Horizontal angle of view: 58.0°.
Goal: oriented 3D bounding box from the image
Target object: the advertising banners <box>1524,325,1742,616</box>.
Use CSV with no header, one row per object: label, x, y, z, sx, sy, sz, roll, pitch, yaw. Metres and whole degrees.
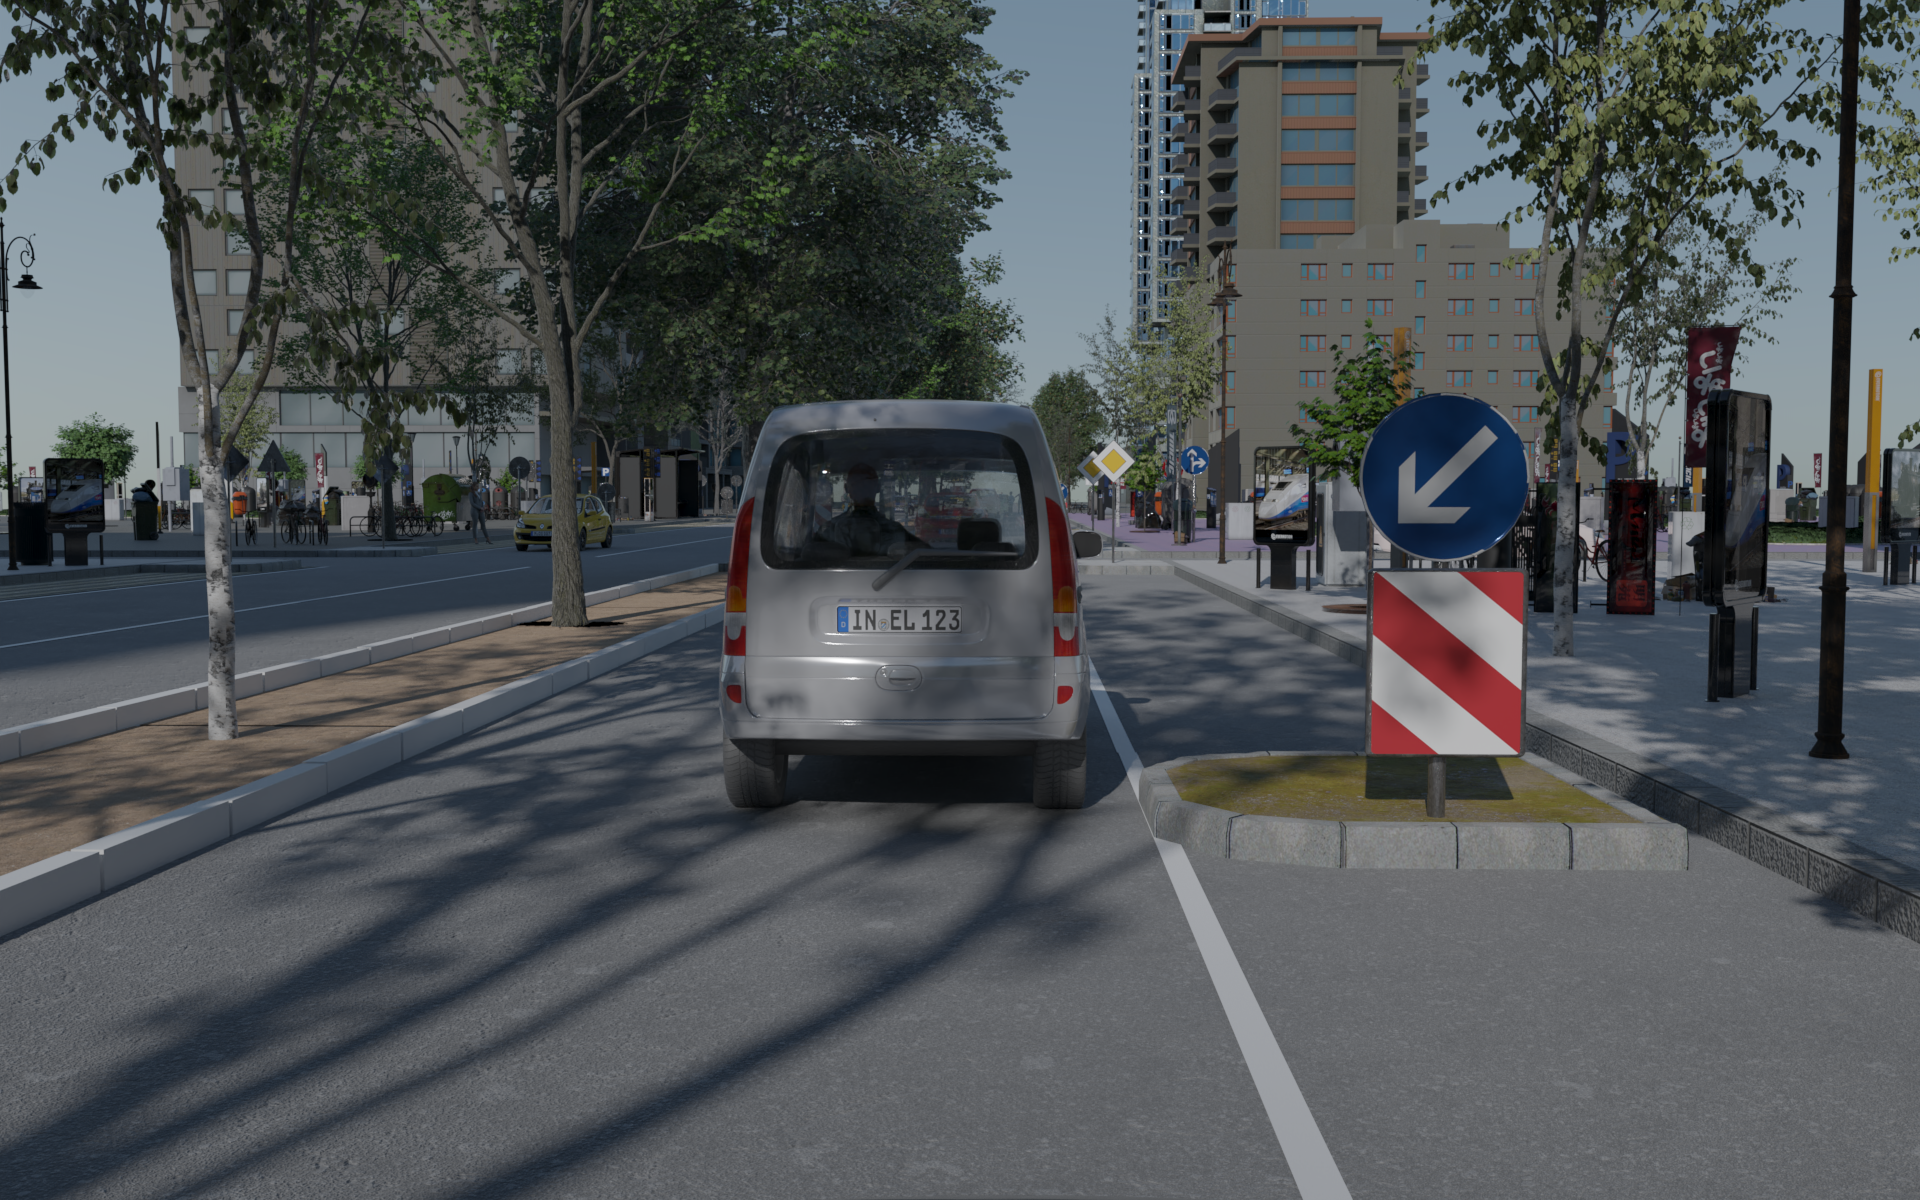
advertising banners,7.104,-1.355,18.343,2.074,3.025,0.090,1,4,23

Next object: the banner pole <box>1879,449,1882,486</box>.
banner pole,50.940,-6.480,95.961,0.401,3.779,0.863,1,4,19

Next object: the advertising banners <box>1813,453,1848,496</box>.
advertising banners,36.733,-4.708,73.155,0.090,3.025,2.074,-1,4,-13

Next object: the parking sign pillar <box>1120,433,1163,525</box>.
parking sign pillar,7.806,-5.161,72.853,1.447,3.967,1.447,2,4,28

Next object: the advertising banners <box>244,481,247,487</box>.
advertising banners,-47.960,-7.274,115.114,2.074,3.025,0.090,2,4,30

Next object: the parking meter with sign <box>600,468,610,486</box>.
parking meter with sign,-23.504,-7.217,114.252,0.543,3.016,1.738,0,4,-1

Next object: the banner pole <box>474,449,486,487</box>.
banner pole,-26.513,-6.459,95.623,0.863,3.779,0.401,1,4,18

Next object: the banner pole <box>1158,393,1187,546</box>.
banner pole,5.318,-3.232,42.861,0.401,3.779,0.863,3,4,39

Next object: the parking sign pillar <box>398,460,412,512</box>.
parking sign pillar,-36.382,-7.671,113.890,1.447,3.967,1.447,-2,4,-30

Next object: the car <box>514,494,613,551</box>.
car,-10.223,-2.109,44.700,2.015,1.641,3.980,0,4,3

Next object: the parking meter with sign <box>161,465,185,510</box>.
parking meter with sign,-47.149,-6.542,103.218,1.738,3.016,0.543,0,4,-3

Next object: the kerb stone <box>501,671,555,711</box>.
kerb stone,-2.987,0.632,11.864,0.120,0.150,1.000,0,4,2

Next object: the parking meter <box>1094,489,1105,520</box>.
parking meter,6.864,-4.636,84.205,0.372,1.533,0.369,0,3,0

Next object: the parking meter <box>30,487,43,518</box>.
parking meter,-31.995,-3.157,60.021,0.372,1.533,0.369,0,3,0

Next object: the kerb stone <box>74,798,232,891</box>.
kerb stone,-3.133,0.945,6.750,0.120,0.150,1.000,0,4,2

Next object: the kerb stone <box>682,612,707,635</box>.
kerb stone,-2.802,0.256,18.016,0.120,0.150,1.000,0,4,2

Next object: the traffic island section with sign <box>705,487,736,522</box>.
traffic island section with sign,-12.119,-4.973,89.942,1.989,1.847,2.006,0,4,2

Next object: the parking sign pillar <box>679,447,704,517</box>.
parking sign pillar,-15.125,-6.649,97.190,1.447,3.967,1.447,0,4,-6

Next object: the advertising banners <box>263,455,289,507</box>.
advertising banners,-30.727,-4.996,77.877,0.090,3.025,2.074,1,4,9

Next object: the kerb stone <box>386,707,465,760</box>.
kerb stone,-3.040,0.757,9.820,0.120,0.150,1.000,0,4,2

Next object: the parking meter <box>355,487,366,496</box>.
parking meter,-22.661,-3.492,65.502,0.372,1.533,0.369,0,3,0

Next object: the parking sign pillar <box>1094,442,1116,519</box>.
parking sign pillar,7.721,-6.247,90.606,1.447,3.967,1.447,3,5,40

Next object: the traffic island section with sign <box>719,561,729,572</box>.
traffic island section with sign,-3.426,-1.501,32.673,2.006,1.907,1.989,0,4,2

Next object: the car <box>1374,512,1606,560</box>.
car,10.771,-1.422,35.615,4.827,1.381,2.083,0,4,2

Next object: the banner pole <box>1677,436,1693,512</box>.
banner pole,31.399,-5.201,75.050,0.863,3.779,0.401,3,4,36

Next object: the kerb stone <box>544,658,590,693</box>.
kerb stone,-2.955,0.570,12.886,0.120,0.150,1.000,0,4,2

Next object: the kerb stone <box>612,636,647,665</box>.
kerb stone,-2.888,0.446,14.935,0.120,0.150,1.000,0,4,2

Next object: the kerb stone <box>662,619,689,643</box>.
kerb stone,-2.834,0.324,16.987,0.120,0.150,1.000,0,4,2

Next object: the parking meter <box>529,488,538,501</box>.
parking meter,-17.077,-3.728,69.364,0.372,1.533,0.369,0,3,0

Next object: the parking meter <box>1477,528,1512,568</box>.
parking meter,6.054,-0.686,19.627,0.372,1.533,0.369,0,3,0

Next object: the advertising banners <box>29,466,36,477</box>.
advertising banners,-57.735,-6.906,109.097,2.074,3.025,0.090,1,4,13

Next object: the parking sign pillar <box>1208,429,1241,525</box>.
parking sign pillar,10.950,-5.091,71.716,1.447,3.967,1.447,2,4,25

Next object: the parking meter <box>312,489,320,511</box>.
parking meter,-32.389,-4.815,87.134,0.372,1.533,0.369,0,3,0

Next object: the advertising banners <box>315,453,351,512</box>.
advertising banners,-26.454,-4.702,73.063,2.074,3.025,0.090,2,4,28

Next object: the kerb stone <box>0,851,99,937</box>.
kerb stone,-3.162,1.008,5.720,0.120,0.150,1.000,0,4,2

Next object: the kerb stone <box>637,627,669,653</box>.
kerb stone,-2.859,0.382,15.957,0.120,0.150,1.000,0,4,2

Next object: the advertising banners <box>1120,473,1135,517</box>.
advertising banners,9.725,-6.115,96.166,2.074,3.025,0.090,1,4,20

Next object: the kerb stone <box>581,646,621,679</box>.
kerb stone,-2.914,0.509,13.913,0.120,0.150,1.000,0,4,2

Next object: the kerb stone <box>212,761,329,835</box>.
kerb stone,-3.099,0.886,7.772,0.120,0.150,1.000,0,4,2

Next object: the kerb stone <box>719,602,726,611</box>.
kerb stone,-2.744,0.130,20.063,0.120,0.150,1.000,0,4,2

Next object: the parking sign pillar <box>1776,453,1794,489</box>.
parking sign pillar,54.138,-7.657,113.660,1.447,3.967,1.447,0,4,-4

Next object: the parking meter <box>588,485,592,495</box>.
parking meter,-23.487,-6.412,110.544,0.255,1.863,0.399,3,4,38

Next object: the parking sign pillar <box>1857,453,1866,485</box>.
parking sign pillar,51.014,-6.660,97.368,1.447,3.967,1.447,0,4,-6

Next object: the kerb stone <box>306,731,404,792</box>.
kerb stone,-3.075,0.819,8.798,0.120,0.150,1.000,0,4,2

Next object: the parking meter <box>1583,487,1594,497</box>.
parking meter,23.721,-3.483,65.351,0.372,1.533,0.369,0,3,0

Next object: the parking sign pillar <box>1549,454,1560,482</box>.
parking sign pillar,38.261,-7.506,111.198,1.447,3.967,1.447,-2,4,-23

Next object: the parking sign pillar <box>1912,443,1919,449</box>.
parking sign pillar,40.274,-5.142,72.548,1.447,3.967,1.447,-1,4,-8

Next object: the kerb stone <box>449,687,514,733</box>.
kerb stone,-3.011,0.695,10.842,0.120,0.150,1.000,0,4,2

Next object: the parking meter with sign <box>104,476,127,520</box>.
parking meter with sign,-42.393,-5.491,86.043,1.738,3.016,0.543,-2,4,-29

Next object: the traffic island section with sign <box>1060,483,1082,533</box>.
traffic island section with sign,3.437,-3.298,62.553,1.989,1.847,2.006,0,4,2

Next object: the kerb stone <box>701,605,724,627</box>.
kerb stone,-2.764,0.193,19.038,0.120,0.150,1.000,0,4,2

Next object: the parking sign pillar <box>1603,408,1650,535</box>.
parking sign pillar,20.779,-4.006,53.968,1.447,3.967,1.447,-2,4,-31

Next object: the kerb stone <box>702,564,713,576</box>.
kerb stone,-4.528,-0.501,30.401,0.120,0.150,1.000,0,4,2

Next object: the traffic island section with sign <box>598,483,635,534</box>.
traffic island section with sign,-12.918,-3.325,62.999,1.989,1.847,2.006,0,4,2

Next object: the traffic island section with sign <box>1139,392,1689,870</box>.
traffic island section with sign,1.814,0.065,7.563,1.989,1.847,2.006,0,4,2

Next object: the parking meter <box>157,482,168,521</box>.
parking meter,-37.781,-4.670,82.070,0.255,1.863,0.399,3,4,36

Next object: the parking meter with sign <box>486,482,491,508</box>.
parking meter with sign,-29.295,-6.758,106.753,0.543,3.016,1.738,-2,4,-30

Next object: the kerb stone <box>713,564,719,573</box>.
kerb stone,-4.498,-0.564,31.424,0.120,0.150,1.000,0,4,2

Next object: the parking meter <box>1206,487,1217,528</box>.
parking meter,9.436,-3.461,65.001,0.372,1.533,0.369,0,3,0
